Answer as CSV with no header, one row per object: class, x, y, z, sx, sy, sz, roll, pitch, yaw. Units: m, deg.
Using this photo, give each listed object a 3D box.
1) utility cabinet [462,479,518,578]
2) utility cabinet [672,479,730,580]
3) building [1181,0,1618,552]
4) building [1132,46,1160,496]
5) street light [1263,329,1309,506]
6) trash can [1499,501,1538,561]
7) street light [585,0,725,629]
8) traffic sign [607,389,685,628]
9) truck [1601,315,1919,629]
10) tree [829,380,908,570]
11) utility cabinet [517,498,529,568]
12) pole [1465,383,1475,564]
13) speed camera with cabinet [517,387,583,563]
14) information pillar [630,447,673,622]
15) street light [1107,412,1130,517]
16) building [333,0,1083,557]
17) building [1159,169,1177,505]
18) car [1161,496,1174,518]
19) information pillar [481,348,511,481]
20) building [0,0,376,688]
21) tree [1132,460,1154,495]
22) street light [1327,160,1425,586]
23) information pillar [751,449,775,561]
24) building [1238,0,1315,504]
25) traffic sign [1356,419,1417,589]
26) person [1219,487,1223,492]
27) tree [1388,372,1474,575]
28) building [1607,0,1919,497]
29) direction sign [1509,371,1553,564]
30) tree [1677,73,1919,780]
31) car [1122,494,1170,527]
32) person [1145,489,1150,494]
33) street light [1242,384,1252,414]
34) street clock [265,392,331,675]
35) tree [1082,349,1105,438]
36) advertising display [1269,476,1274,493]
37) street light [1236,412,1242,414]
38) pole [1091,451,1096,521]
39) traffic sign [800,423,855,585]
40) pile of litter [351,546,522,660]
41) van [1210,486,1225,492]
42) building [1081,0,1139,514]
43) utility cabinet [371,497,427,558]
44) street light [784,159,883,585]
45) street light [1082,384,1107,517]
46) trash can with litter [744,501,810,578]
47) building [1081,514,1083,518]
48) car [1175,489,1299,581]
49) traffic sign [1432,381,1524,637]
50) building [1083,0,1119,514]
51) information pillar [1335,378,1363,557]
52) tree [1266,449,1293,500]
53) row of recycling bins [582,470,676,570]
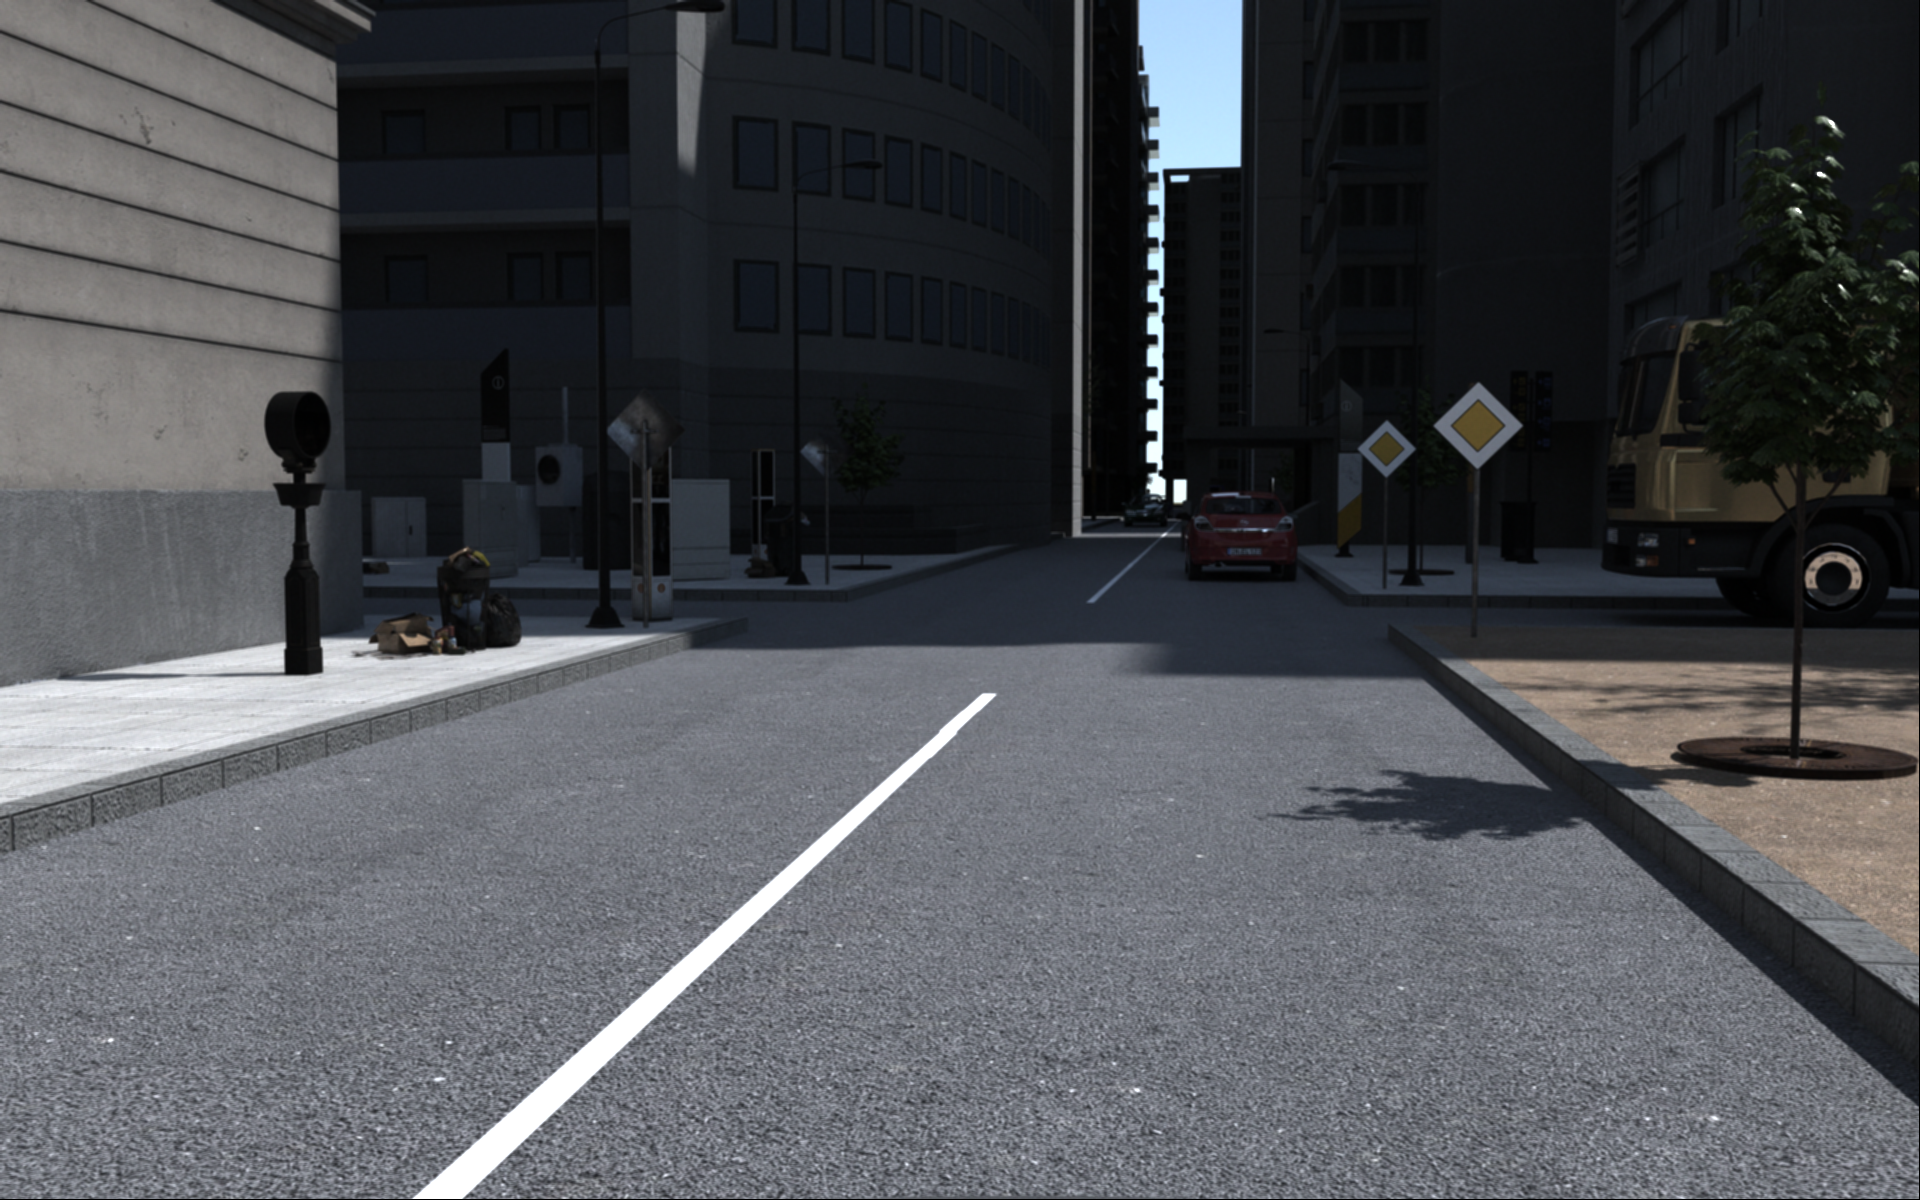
utility cabinet,-7.120,-1.079,26.327,0.318,1.500,1.173,1,4,12
utility cabinet,-4.000,-1.044,25.755,1.173,1.500,0.318,-3,5,-41
building,22.409,-21.674,46.251,32.217,40.220,23.993,1,4,8
building,7.038,-35.164,194.546,30.456,49.044,23.786,1,4,8
street light,9.220,-4.660,48.736,1.470,5.913,1.316,1,4,8
trash can,10.670,-1.314,33.135,0.748,1.137,0.748,0,3,0
street light,-2.888,-2.684,16.429,1.470,5.913,1.316,1,4,8
traffic sign,-3.011,-0.790,16.562,0.795,2.450,0.064,1,4,8
truck,11.320,-1.392,18.685,9.791,3.379,3.469,1,4,10
tree,-1.623,-2.137,29.534,1.663,3.219,1.824,0,3,0
utility cabinet,-7.949,-1.191,30.629,0.306,1.237,1.020,-2,4,-35
pole,9.404,-2.322,31.802,0.158,3.312,0.155,0,3,0
speed camera with cabinet,-7.982,-2.318,32.230,2.038,3.252,0.660,2,4,29
information pillar,-3.116,-0.795,17.488,0.304,2.012,0.304,3,5,40
street light,8.911,-7.675,98.030,1.470,5.913,1.316,1,4,8
building,-8.055,-30.920,47.533,21.231,58.520,28.212,1,4,8
building,34.651,-30.755,194.727,23.993,40.220,32.217,1,4,8
car,11.900,-5.605,104.215,1.945,1.354,3.894,1,4,10
information pillar,-7.459,-2.235,27.900,0.504,3.616,0.183,1,4,17
building,-17.536,-13.674,10.965,23.554,28.519,14.401,1,4,8
tree,14.810,-10.068,148.327,4.285,4.588,4.351,0,3,0
street light,5.809,-3.161,24.223,1.470,5.913,1.316,1,4,8
information pillar,-3.232,-1.466,28.458,0.304,2.012,0.304,-2,4,-31
building,36.001,-37.594,156.661,21.231,58.520,28.212,1,4,8
traffic sign,5.738,-1.206,23.356,0.795,2.450,0.064,1,4,8
person,13.710,-5.067,91.446,0.694,1.812,0.767,2,4,26
tree,7.404,-2.020,27.625,1.663,3.219,1.824,0,3,0
building,19.295,-21.018,27.231,14.086,41.232,14.154,1,4,8
direction sign,10.518,-2.445,31.970,0.876,3.537,0.379,-1,4,-16
tree,3.898,-0.824,8.071,1.663,3.219,1.824,0,3,0
car,8.300,-4.001,77.216,2.131,1.459,4.920,0,4,8
person,10.964,-5.554,100.094,0.721,1.735,1.217,0,4,-1
street light,12.786,-6.158,73.226,1.470,5.913,1.316,1,4,8
street clock,-4.683,-0.473,12.303,0.358,2.002,0.471,1,4,12
tree,3.615,-7.307,69.838,4.737,8.622,4.395,0,3,0
advertising display,11.429,-3.568,63.558,0.123,1.923,0.974,1,4,15
street light,16.252,-7.657,97.730,1.470,5.913,1.316,1,4,8
pole,6.407,-5.447,82.901,0.158,3.312,0.155,0,3,0
traffic sign,-1.876,-1.274,24.467,0.795,2.450,0.064,1,4,8
pile of litter,-4.323,-0.019,14.277,1.176,0.858,1.719,2,4,34
van,18.487,-7.517,127.294,2.240,2.365,5.245,0,4,6
building,6.615,-29.646,134.826,14.600,45.320,14.200,1,4,8
utility cabinet,-11.293,-1.451,34.880,1.020,1.237,0.306,-2,4,-31
street light,-1.767,-3.164,24.268,1.470,5.913,1.316,1,4,8
street light,5.361,-6.177,73.537,1.470,5.913,1.316,1,4,8
trash can with litter,-2.839,-0.939,26.747,0.624,1.170,1.055,2,4,28
building,-0.744,-26.732,87.176,14.600,45.320,14.200,1,4,8
car,4.829,-1.288,30.091,2.155,1.783,4.494,0,4,6
traffic sign,4.602,-0.722,15.452,0.795,2.450,0.064,1,4,8
building,-1.047,-28.110,114.226,22.147,44.769,28.867,1,4,8
information pillar,7.896,-2.677,35.125,0.504,3.616,0.183,0,4,-1
tree,12.709,-4.359,65.870,1.663,3.219,1.824,0,3,0
row of recycling bins,-5.862,-1.450,30.819,1.069,1.692,3.534,0,4,8
